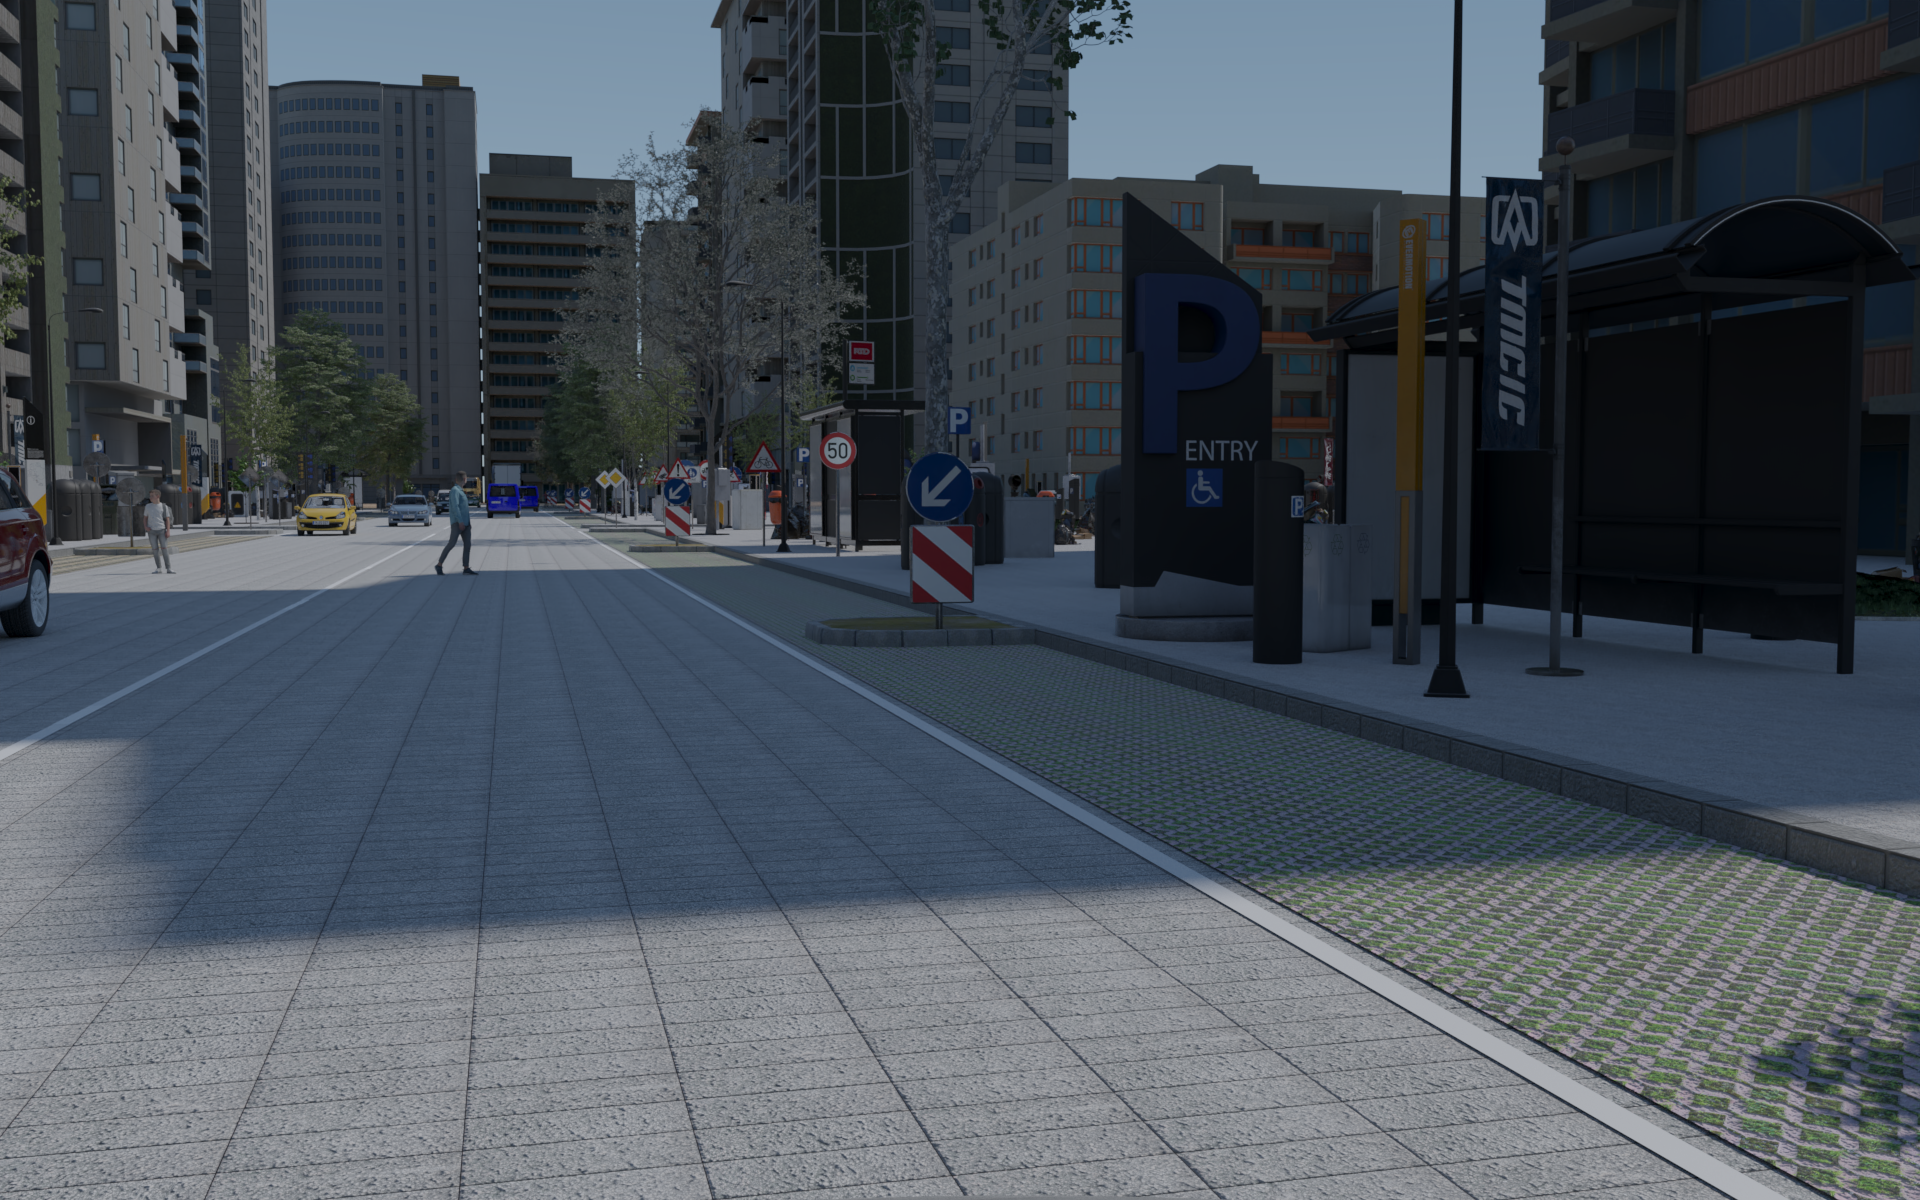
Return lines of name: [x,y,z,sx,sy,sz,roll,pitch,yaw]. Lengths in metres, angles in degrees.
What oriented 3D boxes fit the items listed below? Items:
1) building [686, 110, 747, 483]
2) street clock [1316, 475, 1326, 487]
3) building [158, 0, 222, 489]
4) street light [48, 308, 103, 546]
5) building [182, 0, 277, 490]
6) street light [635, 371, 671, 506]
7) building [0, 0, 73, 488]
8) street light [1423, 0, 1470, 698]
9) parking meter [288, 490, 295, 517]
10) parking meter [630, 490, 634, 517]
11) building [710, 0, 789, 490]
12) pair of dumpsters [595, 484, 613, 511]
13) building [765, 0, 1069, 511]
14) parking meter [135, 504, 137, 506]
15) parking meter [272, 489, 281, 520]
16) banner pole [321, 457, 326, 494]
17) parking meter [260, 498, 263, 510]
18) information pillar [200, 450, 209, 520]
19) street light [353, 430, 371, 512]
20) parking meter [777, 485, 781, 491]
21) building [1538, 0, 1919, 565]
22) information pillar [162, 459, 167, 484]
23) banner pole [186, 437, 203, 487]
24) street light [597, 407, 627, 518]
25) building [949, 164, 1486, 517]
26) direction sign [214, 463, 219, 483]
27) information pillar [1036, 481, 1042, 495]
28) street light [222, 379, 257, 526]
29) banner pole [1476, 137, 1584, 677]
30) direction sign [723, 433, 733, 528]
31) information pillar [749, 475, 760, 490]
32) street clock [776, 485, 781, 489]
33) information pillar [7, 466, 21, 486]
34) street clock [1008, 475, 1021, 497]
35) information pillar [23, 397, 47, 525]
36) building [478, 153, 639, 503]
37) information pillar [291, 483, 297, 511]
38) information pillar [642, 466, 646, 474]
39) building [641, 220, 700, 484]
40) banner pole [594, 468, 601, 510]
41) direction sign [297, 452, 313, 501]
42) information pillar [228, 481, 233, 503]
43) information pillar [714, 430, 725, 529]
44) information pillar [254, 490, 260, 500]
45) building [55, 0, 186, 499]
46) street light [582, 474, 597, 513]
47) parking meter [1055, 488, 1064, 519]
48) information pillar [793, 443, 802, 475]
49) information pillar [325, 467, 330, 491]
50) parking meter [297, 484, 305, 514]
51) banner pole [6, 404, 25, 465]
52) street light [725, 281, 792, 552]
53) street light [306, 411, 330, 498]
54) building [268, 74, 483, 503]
building: [-19.533,-33.246,198.200,22.147,44.769,28.867,-1,4,-14]
street clock: [13.637,-3.713,65.285,0.358,2.002,0.471,-1,4,-16]
building: [-76.882,-51.147,148.920,22.319,86.520,31.000,-1,4,-14]
street light: [-22.086,-4.326,43.265,1.470,5.913,1.316,-1,4,-14]
building: [-85.732,-45.679,185.095,20.611,71.187,20.563,-1,4,-14]
street light: [-11.579,-5.689,65.557,1.470,5.913,1.316,-1,4,-14]
building: [-55.645,-19.439,89.523,14.160,30.474,14.107,-1,4,-14]
street light: [2.575,-2.336,10.728,1.470,5.913,1.316,-1,4,-14]
parking meter: [-37.749,-5.468,97.819,0.372,1.533,0.369,0,3,0]
parking meter: [-18.510,-5.482,98.040,0.372,1.533,0.369,0,3,0]
building: [-8.603,-35.626,171.721,28.713,52.752,27.495,-1,4,-14]
pair of dumpsters: [-26.381,-7.759,129.351,1.574,2.255,4.437,-1,4,-14]
building: [-4.234,-42.774,137.613,20.563,71.187,20.611,-1,4,-14]
parking meter: [-29.368,-3.238,61.344,0.372,1.533,0.369,0,3,0]
parking meter: [-34.056,-4.763,86.288,0.372,1.533,0.369,0,3,0]
banner pole: [-43.031,-7.775,117.133,0.401,3.779,0.863,0,4,0]
parking meter: [-55.618,-8.082,137.846,0.399,1.863,0.255,1,4,10]
information pillar: [-37.614,-5.799,86.168,0.504,3.616,0.183,1,4,18]
street light: [-43.103,-9.307,124.716,1.470,5.913,1.316,-1,4,-14]
parking meter: [-11.841,-6.617,113.903,0.399,1.863,0.255,2,4,32]
building: [25.449,-23.351,36.412,22.147,44.769,28.867,-1,4,-14]
information pillar: [-53.349,-7.633,116.160,0.504,3.616,0.183,3,5,44]
banner pole: [-33.937,-5.296,76.614,0.863,3.779,0.401,-2,4,-33]
street light: [-18.488,-7.330,92.392,1.470,5.913,1.316,-1,4,-14]
building: [16.674,-16.316,111.807,28.899,21.520,27.650,-1,4,-14]
direction sign: [-53.534,-8.158,125.381,0.876,3.537,0.379,0,4,-6]
information pillar: [4.565,-5.832,99.849,0.304,2.012,0.304,0,4,-8]
street light: [-29.079,-5.957,69.933,1.470,5.913,1.316,-1,4,-14]
banner pole: [4.019,-1.356,12.180,0.863,3.779,0.401,-1,4,-16]
direction sign: [-8.706,-4.471,65.096,0.379,3.537,0.876,-2,4,-30]
information pillar: [-7.751,-3.727,65.421,0.304,2.012,0.304,1,4,19]
street clock: [-14.156,-8.015,135.607,0.358,2.002,0.471,2,4,31]
information pillar: [-24.688,-2.492,45.243,0.304,2.012,0.304,-2,4,-29]
street clock: [2.061,-3.708,65.193,0.471,2.002,0.358,-3,4,-36]
information pillar: [-22.382,-3.090,41.881,0.183,3.616,0.504,2,4,26]
building: [-58.103,-38.333,250.444,21.600,48.544,21.300,-1,4,-14]
information pillar: [-46.032,-7.049,119.747,0.304,2.012,0.304,-1,4,-16]
information pillar: [-26.331,-9.347,144.183,0.183,3.616,0.504,2,4,27]
building: [-38.928,-34.775,252.168,14.086,41.232,14.154,-1,4,-14]
banner pole: [-29.609,-9.309,142.211,0.863,3.779,0.401,0,4,-6]
direction sign: [-35.687,-6.267,94.465,0.379,3.537,0.876,3,5,39]
information pillar: [-40.755,-5.641,96.727,0.304,2.012,0.304,-1,4,-16]
information pillar: [-8.820,-4.374,62.868,0.504,3.616,0.183,0,4,-3]
information pillar: [-54.540,-7.941,134.332,0.304,2.012,0.304,0,4,3]
building: [-70.879,-32.514,120.848,28.713,52.752,27.495,-1,4,-14]
street light: [-25.450,-8.966,119.142,1.470,5.913,1.316,-1,4,-14]
parking meter: [3.893,-3.626,67.703,0.372,1.533,0.369,0,3,0]
information pillar: [-7.419,-5.376,79.247,0.183,3.616,0.504,3,4,36]
information pillar: [-51.397,-9.129,140.617,0.504,3.616,0.183,1,4,14]
parking meter: [-36.511,-5.528,96.087,0.255,1.863,0.399,3,4,38]
banner pole: [-26.265,-3.562,48.259,0.401,3.779,0.863,1,4,19]
street light: [-4.427,-4.006,38.039,1.470,5.913,1.316,-1,4,-14]
street light: [-36.061,-7.626,97.227,1.470,5.913,1.316,-1,4,-14]
building: [-82.324,-42.956,244.333,28.212,58.520,21.231,-1,4,-14]
